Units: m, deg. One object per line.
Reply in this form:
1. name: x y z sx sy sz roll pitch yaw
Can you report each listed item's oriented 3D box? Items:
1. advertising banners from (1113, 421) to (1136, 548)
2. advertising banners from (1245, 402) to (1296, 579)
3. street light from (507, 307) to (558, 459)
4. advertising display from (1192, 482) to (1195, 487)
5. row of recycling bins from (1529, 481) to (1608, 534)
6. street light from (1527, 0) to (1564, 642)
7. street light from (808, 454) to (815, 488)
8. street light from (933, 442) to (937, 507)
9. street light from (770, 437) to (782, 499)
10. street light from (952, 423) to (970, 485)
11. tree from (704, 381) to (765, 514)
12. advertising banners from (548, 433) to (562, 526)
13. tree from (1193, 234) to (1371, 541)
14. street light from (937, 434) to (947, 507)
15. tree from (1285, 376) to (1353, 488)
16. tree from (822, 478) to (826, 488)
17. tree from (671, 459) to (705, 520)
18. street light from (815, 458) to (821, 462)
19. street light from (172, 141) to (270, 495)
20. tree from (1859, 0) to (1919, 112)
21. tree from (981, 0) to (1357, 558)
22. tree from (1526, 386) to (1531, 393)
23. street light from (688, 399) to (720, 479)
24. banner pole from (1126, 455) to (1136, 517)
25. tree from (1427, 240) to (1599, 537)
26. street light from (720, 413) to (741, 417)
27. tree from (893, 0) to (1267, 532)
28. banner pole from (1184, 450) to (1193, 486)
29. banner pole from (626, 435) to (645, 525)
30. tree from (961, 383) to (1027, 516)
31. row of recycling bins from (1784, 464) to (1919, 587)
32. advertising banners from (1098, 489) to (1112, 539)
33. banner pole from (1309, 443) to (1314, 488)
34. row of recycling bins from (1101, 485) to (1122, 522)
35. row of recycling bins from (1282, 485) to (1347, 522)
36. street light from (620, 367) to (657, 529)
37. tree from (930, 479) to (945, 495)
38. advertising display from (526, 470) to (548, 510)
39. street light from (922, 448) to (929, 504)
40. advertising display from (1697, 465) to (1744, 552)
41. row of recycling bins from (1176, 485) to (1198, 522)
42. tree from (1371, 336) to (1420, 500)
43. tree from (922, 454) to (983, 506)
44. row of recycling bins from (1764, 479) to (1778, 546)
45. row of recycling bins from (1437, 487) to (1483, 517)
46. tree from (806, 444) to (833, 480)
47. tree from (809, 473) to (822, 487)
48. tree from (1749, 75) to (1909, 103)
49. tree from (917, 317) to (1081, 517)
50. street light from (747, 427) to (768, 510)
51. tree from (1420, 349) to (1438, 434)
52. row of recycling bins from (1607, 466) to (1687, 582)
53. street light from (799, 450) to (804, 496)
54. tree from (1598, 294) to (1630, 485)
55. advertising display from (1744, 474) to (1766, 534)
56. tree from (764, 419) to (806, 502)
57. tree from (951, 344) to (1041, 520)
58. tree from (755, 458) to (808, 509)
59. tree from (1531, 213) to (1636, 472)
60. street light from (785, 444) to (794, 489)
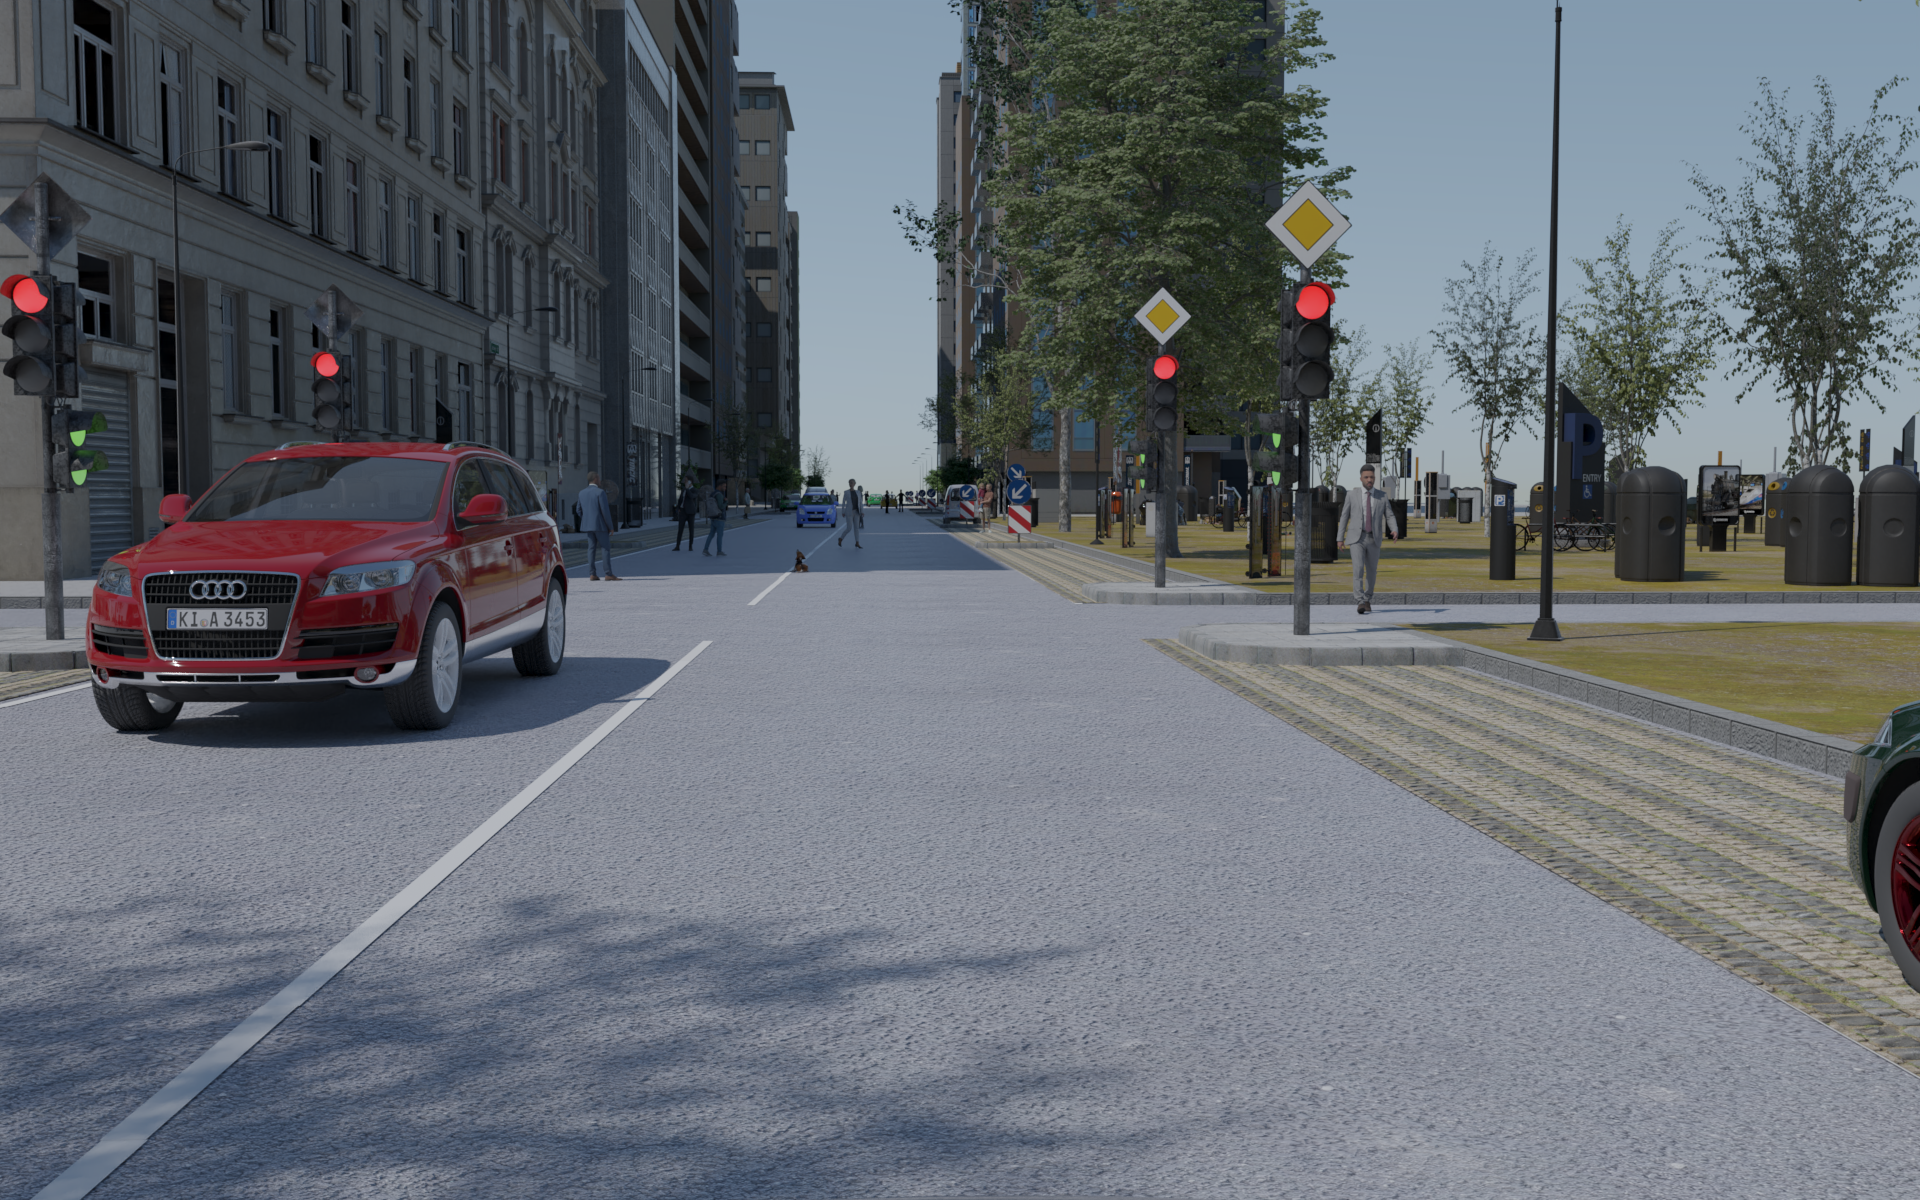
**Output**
1. advertising banners: 3.951 -2.762 41.339 0.090 3.025 2.074 1 4 17
2. advertising banners: 4.890 -1.880 26.920 0.090 3.025 2.074 2 4 32
3. street light: -10.656 -4.313 43.066 1.470 5.913 1.316 0 4 -3
4. advertising display: 12.692 -5.452 94.349 0.123 1.923 0.974 0 4 5
5. row of recycling bins: 20.135 -3.040 56.817 1.069 1.692 3.534 -2 4 -27
6. street light: 4.612 -2.599 15.042 1.470 5.913 1.316 0 4 -3
7. street light: -18.090 -14.071 202.595 1.470 5.913 1.316 0 4 -3
8. street light: -1.748 -11.142 154.708 1.470 5.913 1.316 0 4 -3
9. street light: -15.325 -10.317 141.221 1.470 5.913 1.316 0 4 -3
10. street light: 0.039 -8.655 114.047 1.470 5.913 1.316 0 4 -3
11. tree: -14.447 -9.883 111.947 4.360 8.622 3.978 0 3 0
12. advertising banners: -11.444 -3.218 48.794 0.090 3.025 2.074 0 4 1
13. tree: 8.142 -5.905 46.905 4.737 8.622 4.395 0 3 0
14. street light: -0.841 -9.893 134.289 1.470 5.913 1.316 0 4 -3
15. tree: 19.862 -8.877 95.505 4.360 8.622 3.978 0 3 0
16. tree: -20.815 -16.182 248.295 4.285 4.588 4.351 0 3 0
17. tree: -13.478 -5.658 87.110 1.663 3.219 1.824 0 3 0
18. street light: -19.010 -15.330 223.185 1.470 5.913 1.316 0 4 -3
19. street light: -9.790 -3.083 22.945 1.470 5.913 1.316 0 4 -3
20. tree: 6.539 -3.636 9.810 4.737 8.622 4.395 0 3 0
21. tree: 4.100 -7.108 34.350 7.486 12.596 7.792 0 3 0
22. tree: 25.922 -7.443 72.062 4.737 8.622 4.395 0 3 0
23. street light: -12.660 -6.842 84.412 1.470 5.913 1.316 0 4 -3
24. banner pole: 9.732 -6.586 97.697 0.863 3.779 0.401 0 4 -5
25. tree: 15.891 -6.166 51.170 4.360 8.622 3.978 0 3 0
26. street light: -13.280 -7.760 99.422 1.470 5.913 1.316 0 4 -3
27. tree: 4.105 -12.450 59.443 12.611 20.169 13.585 0 3 0
28. banner pole: 12.925 -6.585 97.685 0.401 3.779 0.863 -2 4 -34
29. banner pole: -13.641 -5.072 72.944 0.863 3.779 0.401 -1 4 -20
30. tree: 2.056 -9.325 102.829 4.360 8.622 3.978 0 3 0
31. row of recycling bins: 13.451 -1.041 24.128 3.534 1.692 1.069 1 4 11
32. advertising banners: 4.346 -3.329 50.612 0.090 3.025 2.074 1 4 20
33. banner pole: 16.992 -5.768 84.321 0.401 3.779 0.863 -3 4 -37
34. row of recycling bins: 6.985 -4.462 80.068 1.069 1.692 3.534 1 4 9
35. row of recycling bins: 16.119 -4.424 79.449 3.534 1.692 1.069 3 4 39
36. street light: -11.783 -5.562 63.486 1.470 5.913 1.316 0 4 -3
37. tree: -2.092 -11.681 185.585 1.663 3.219 1.824 0 3 0
38. advertising display: -11.375 -2.526 46.513 0.123 1.923 0.974 1 4 18
39. street light: -2.845 -12.398 175.241 1.470 5.913 1.316 0 4 -3
40. advertising display: 16.846 -2.033 38.446 0.974 1.923 0.123 -1 4 -12
41. row of recycling bins: 10.376 -4.605 82.399 1.069 1.692 3.534 -1 4 -11
42. tree: 16.195 -7.546 73.736 4.737 8.622 4.395 0 3 0
43. tree: 0.039 -8.784 127.325 4.285 4.588 4.351 0 3 0
44. row of recycling bins: 20.098 -2.095 41.366 1.069 1.692 3.534 1 4 12
45. row of recycling bins: 28.370 -5.558 97.985 3.534 1.692 1.069 -3 4 -36
46. tree: -21.270 -18.784 257.476 4.360 8.622 3.978 0 3 0
47. tree: -17.984 -12.377 186.076 4.285 4.588 4.351 0 3 0
48. tree: 14.645 -4.856 29.763 4.360 8.622 3.978 0 3 0
49. tree: 1.914 -9.640 92.032 8.767 10.594 7.601 -1 4 -13
50. street light: -14.237 -9.061 120.681 1.470 5.913 1.316 0 4 -3
51. tree: 20.561 -8.022 81.519 4.737 8.622 4.395 0 3 0
52. row of recycling bins: 10.657 -1.200 26.740 1.069 1.692 3.534 1 4 22
53. street light: -17.133 -12.840 182.478 1.470 5.913 1.316 0 4 -3
54. tree: 23.839 -6.809 61.692 4.360 8.622 3.978 0 3 0
55. advertising display: 25.604 -3.113 56.109 0.123 1.923 0.974 -2 4 -30
56. tree: -17.364 -13.359 168.786 4.737 8.622 4.395 0 3 0
57. tree: 1.962 -8.176 84.048 4.737 8.622 4.395 0 3 0
58. tree: -16.675 -10.438 154.380 4.285 4.588 4.351 0 3 0
59. tree: 18.086 -5.858 46.137 4.737 8.622 4.395 0 3 0
60. street light: -16.094 -11.548 161.347 1.470 5.913 1.316 0 4 -3
